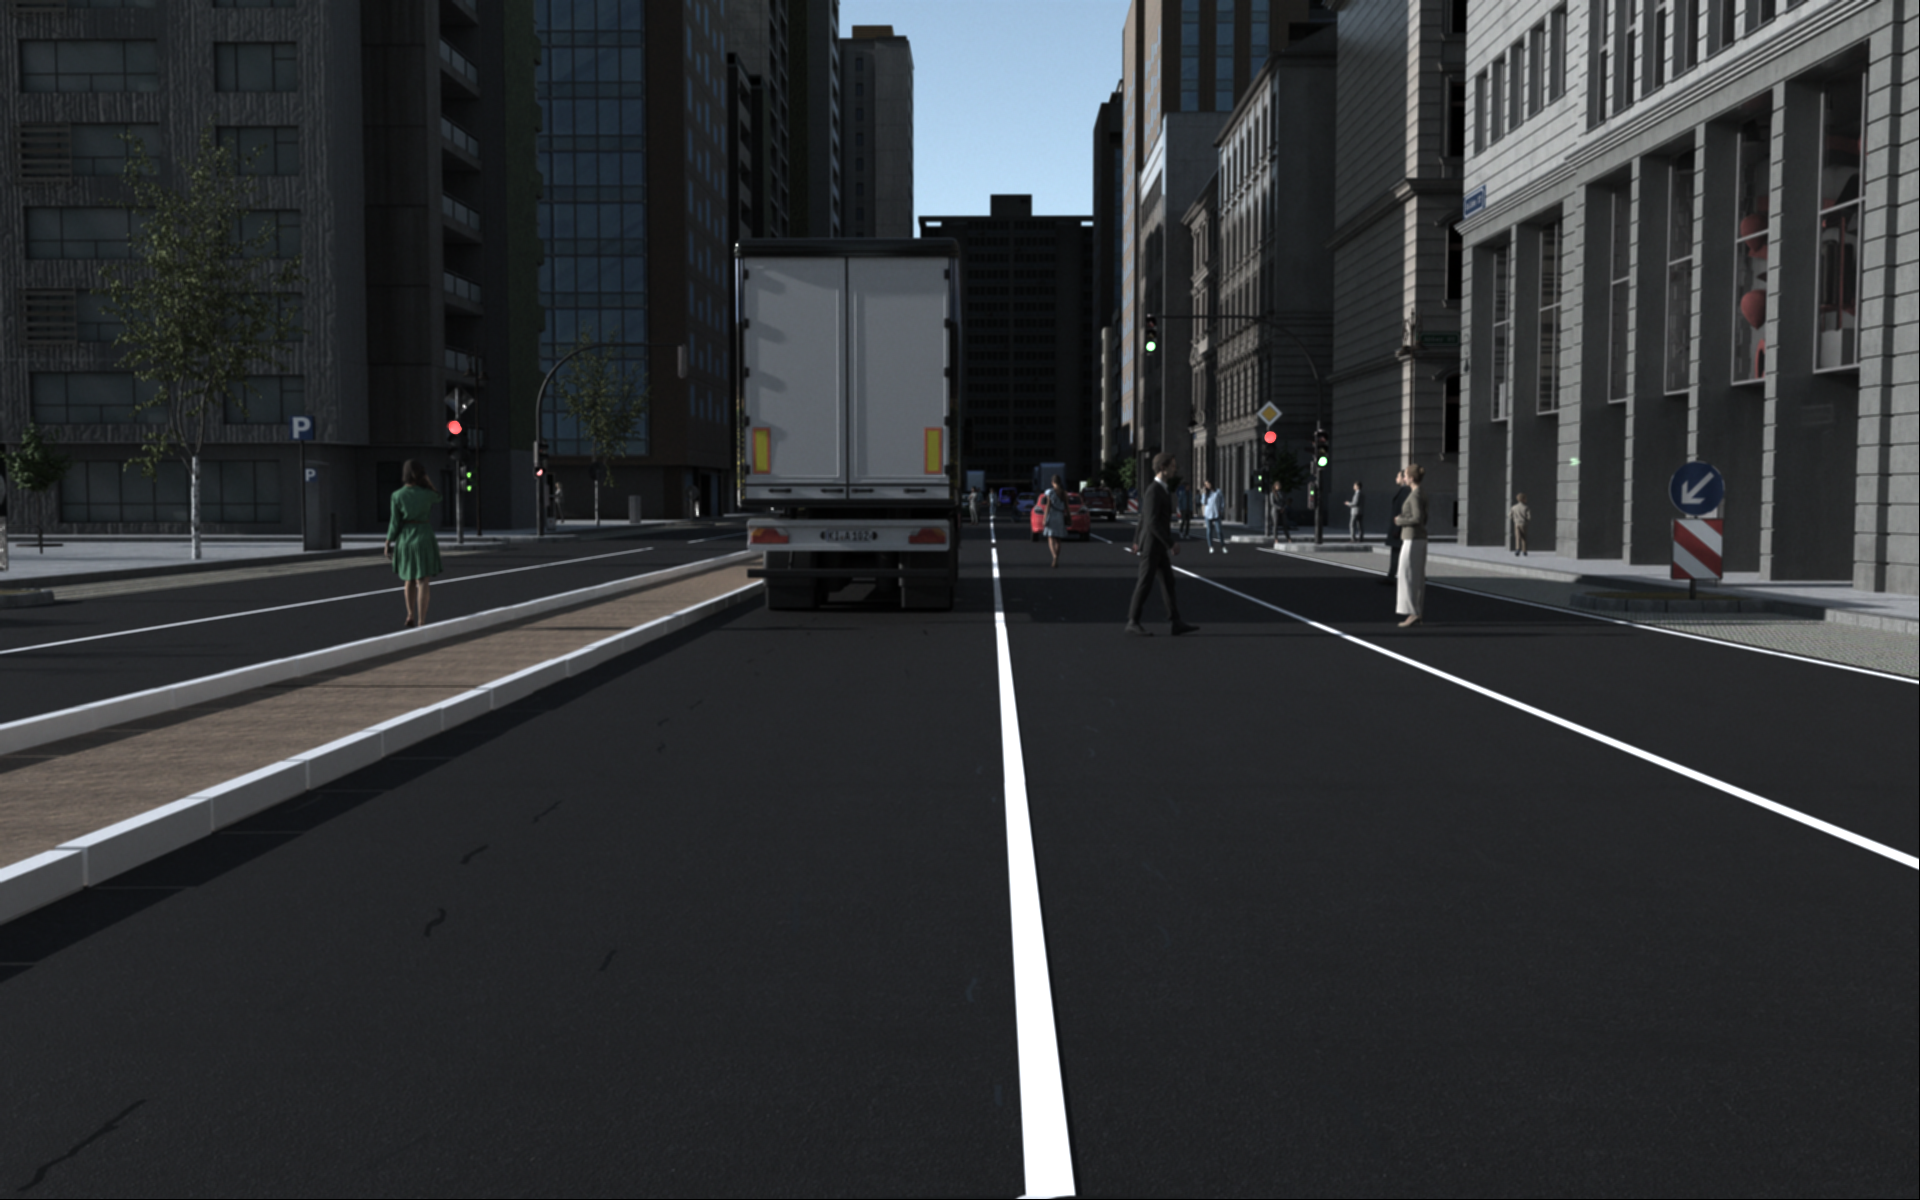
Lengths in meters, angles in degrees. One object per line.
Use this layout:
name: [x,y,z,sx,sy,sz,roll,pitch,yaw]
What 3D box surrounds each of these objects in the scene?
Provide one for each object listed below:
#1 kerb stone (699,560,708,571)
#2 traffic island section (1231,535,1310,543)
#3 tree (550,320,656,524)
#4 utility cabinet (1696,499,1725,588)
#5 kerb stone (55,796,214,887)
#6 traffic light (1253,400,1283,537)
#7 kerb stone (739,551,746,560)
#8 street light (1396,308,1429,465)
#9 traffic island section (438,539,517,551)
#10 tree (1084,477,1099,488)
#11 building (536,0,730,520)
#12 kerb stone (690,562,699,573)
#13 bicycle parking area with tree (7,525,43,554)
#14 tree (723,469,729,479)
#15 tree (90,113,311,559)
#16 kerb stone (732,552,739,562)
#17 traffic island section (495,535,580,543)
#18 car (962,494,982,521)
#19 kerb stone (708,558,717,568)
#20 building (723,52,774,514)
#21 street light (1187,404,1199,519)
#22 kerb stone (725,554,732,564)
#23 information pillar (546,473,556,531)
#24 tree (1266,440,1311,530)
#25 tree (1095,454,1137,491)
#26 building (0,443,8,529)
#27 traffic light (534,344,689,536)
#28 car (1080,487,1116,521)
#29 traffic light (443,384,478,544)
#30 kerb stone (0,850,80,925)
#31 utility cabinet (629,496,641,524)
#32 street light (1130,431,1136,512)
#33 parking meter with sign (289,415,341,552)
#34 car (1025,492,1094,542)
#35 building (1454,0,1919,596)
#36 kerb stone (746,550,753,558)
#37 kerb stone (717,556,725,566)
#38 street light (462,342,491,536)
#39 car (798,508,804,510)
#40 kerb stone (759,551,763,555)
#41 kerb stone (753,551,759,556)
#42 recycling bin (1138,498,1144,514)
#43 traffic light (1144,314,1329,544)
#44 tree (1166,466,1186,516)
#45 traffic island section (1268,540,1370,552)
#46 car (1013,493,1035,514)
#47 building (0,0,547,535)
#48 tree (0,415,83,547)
kerb stone: [-4.898,-0.625,32.407,0.120,0.150,1.000,0,4,1]
traffic island section: [9.298,-1.829,52.192,2.009,0.180,2.903,0,4,1]
tree: [-15.341,-7.578,74.257,4.737,8.622,4.395,0,3,0]
utility cabinet: [10.475,-0.799,24.220,0.306,1.237,1.020,2,4,28]
kerb stone: [-3.225,0.941,6.802,0.120,0.150,1.000,0,4,1]
traffic light: [9.258,-3.863,52.078,0.839,4.253,0.868,0,4,1]
kerb stone: [-4.811,-0.937,37.521,0.120,0.150,1.000,0,4,1]
street light: [11.247,-4.307,43.200,0.468,5.910,1.993,0,4,1]
traffic island section: [-12.876,-1.364,44.584,2.009,0.180,2.903,0,4,1]
tree: [13.748,-11.379,180.643,1.663,3.219,1.824,0,3,0]
building: [-20.153,-26.959,90.896,14.600,45.320,14.200,0,4,1]
kerb stone: [-4.925,-0.558,31.386,0.120,0.150,1.000,0,4,1]
bicycle parking area with tree: [-23.378,-2.883,34.146,9.016,4.147,8.231,1,4,21]
tree: [-15.148,-7.174,101.006,4.285,4.588,4.351,0,3,0]
tree: [-15.097,-5.130,34.231,4.737,8.622,4.395,0,3,0]
kerb stone: [-4.834,-0.870,36.495,0.120,0.150,1.000,0,4,1]
traffic island section: [-12.741,-1.852,52.568,2.009,0.180,2.903,0,4,1]
car: [0.118,-4.917,92.190,2.131,1.459,4.920,0,4,0]
kerb stone: [-4.886,-0.683,33.430,0.120,0.150,1.000,0,4,1]
building: [-20.205,-20.950,114.241,14.160,30.474,14.107,0,4,1]
street light: [11.936,-7.099,88.848,0.468,5.910,1.993,0,4,1]
kerb stone: [-4.853,-0.812,35.473,0.120,0.150,1.000,0,4,1]
information pillar: [-14.256,-3.418,60.378,0.304,2.012,0.304,0,4,-6]
tree: [11.694,-4.102,61.674,1.663,3.219,1.824,0,3,0]
tree: [12.774,-9.711,142.485,4.285,4.588,4.351,0,3,0]
building: [-41.722,-25.076,60.106,14.200,45.320,14.600,0,4,1]
traffic light: [-10.608,-4.756,52.433,4.771,5.953,1.251,0,4,1]
car: [7.237,-5.125,92.462,2.281,1.827,5.304,0,4,3]
traffic light: [-12.836,-3.396,44.449,0.839,4.253,0.868,0,4,1]
kerb stone: [-3.248,1.012,5.781,0.120,0.150,1.000,0,4,1]
utility cabinet: [-13.958,-3.866,74.373,0.306,1.237,1.020,0,4,1]
street light: [12.634,-9.384,126.215,0.468,5.910,1.993,0,4,1]
parking meter with sign: [-14.578,-2.632,39.292,0.543,3.016,1.738,0,4,1]
car: [3.090,-2.726,53.605,2.155,1.783,4.494,0,4,2]
building: [17.561,-15.296,27.581,11.434,29.767,29.804,0,4,1]
kerb stone: [-4.799,-1.000,38.543,0.120,0.150,1.000,0,4,1]
kerb stone: [-4.866,-0.750,34.451,0.120,0.150,1.000,0,4,1]
street light: [-14.675,-4.888,52.710,0.468,5.910,1.993,0,4,1]
car: [-5.740,-3.580,68.762,2.015,1.641,3.980,0,4,-1]
kerb stone: [-4.759,-1.125,40.587,0.120,0.150,1.000,0,4,1]
kerb stone: [-4.772,-1.057,39.566,0.120,0.150,1.000,0,4,1]
recycling bin: [12.029,-6.171,113.454,0.722,1.027,0.722,0,4,2]
traffic light: [7.029,-4.240,43.988,4.771,5.953,1.251,0,4,1]
tree: [12.094,-6.412,99.434,1.663,3.219,1.824,0,3,0]
traffic island section: [9.162,-1.341,44.208,2.009,0.180,2.903,0,4,1]
car: [4.389,-6.283,112.324,1.945,1.707,3.694,0,4,2]
building: [-23.108,-22.973,59.208,14.154,41.232,14.086,0,4,1]
tree: [-22.771,-2.931,42.527,1.663,3.219,1.824,0,3,0]
